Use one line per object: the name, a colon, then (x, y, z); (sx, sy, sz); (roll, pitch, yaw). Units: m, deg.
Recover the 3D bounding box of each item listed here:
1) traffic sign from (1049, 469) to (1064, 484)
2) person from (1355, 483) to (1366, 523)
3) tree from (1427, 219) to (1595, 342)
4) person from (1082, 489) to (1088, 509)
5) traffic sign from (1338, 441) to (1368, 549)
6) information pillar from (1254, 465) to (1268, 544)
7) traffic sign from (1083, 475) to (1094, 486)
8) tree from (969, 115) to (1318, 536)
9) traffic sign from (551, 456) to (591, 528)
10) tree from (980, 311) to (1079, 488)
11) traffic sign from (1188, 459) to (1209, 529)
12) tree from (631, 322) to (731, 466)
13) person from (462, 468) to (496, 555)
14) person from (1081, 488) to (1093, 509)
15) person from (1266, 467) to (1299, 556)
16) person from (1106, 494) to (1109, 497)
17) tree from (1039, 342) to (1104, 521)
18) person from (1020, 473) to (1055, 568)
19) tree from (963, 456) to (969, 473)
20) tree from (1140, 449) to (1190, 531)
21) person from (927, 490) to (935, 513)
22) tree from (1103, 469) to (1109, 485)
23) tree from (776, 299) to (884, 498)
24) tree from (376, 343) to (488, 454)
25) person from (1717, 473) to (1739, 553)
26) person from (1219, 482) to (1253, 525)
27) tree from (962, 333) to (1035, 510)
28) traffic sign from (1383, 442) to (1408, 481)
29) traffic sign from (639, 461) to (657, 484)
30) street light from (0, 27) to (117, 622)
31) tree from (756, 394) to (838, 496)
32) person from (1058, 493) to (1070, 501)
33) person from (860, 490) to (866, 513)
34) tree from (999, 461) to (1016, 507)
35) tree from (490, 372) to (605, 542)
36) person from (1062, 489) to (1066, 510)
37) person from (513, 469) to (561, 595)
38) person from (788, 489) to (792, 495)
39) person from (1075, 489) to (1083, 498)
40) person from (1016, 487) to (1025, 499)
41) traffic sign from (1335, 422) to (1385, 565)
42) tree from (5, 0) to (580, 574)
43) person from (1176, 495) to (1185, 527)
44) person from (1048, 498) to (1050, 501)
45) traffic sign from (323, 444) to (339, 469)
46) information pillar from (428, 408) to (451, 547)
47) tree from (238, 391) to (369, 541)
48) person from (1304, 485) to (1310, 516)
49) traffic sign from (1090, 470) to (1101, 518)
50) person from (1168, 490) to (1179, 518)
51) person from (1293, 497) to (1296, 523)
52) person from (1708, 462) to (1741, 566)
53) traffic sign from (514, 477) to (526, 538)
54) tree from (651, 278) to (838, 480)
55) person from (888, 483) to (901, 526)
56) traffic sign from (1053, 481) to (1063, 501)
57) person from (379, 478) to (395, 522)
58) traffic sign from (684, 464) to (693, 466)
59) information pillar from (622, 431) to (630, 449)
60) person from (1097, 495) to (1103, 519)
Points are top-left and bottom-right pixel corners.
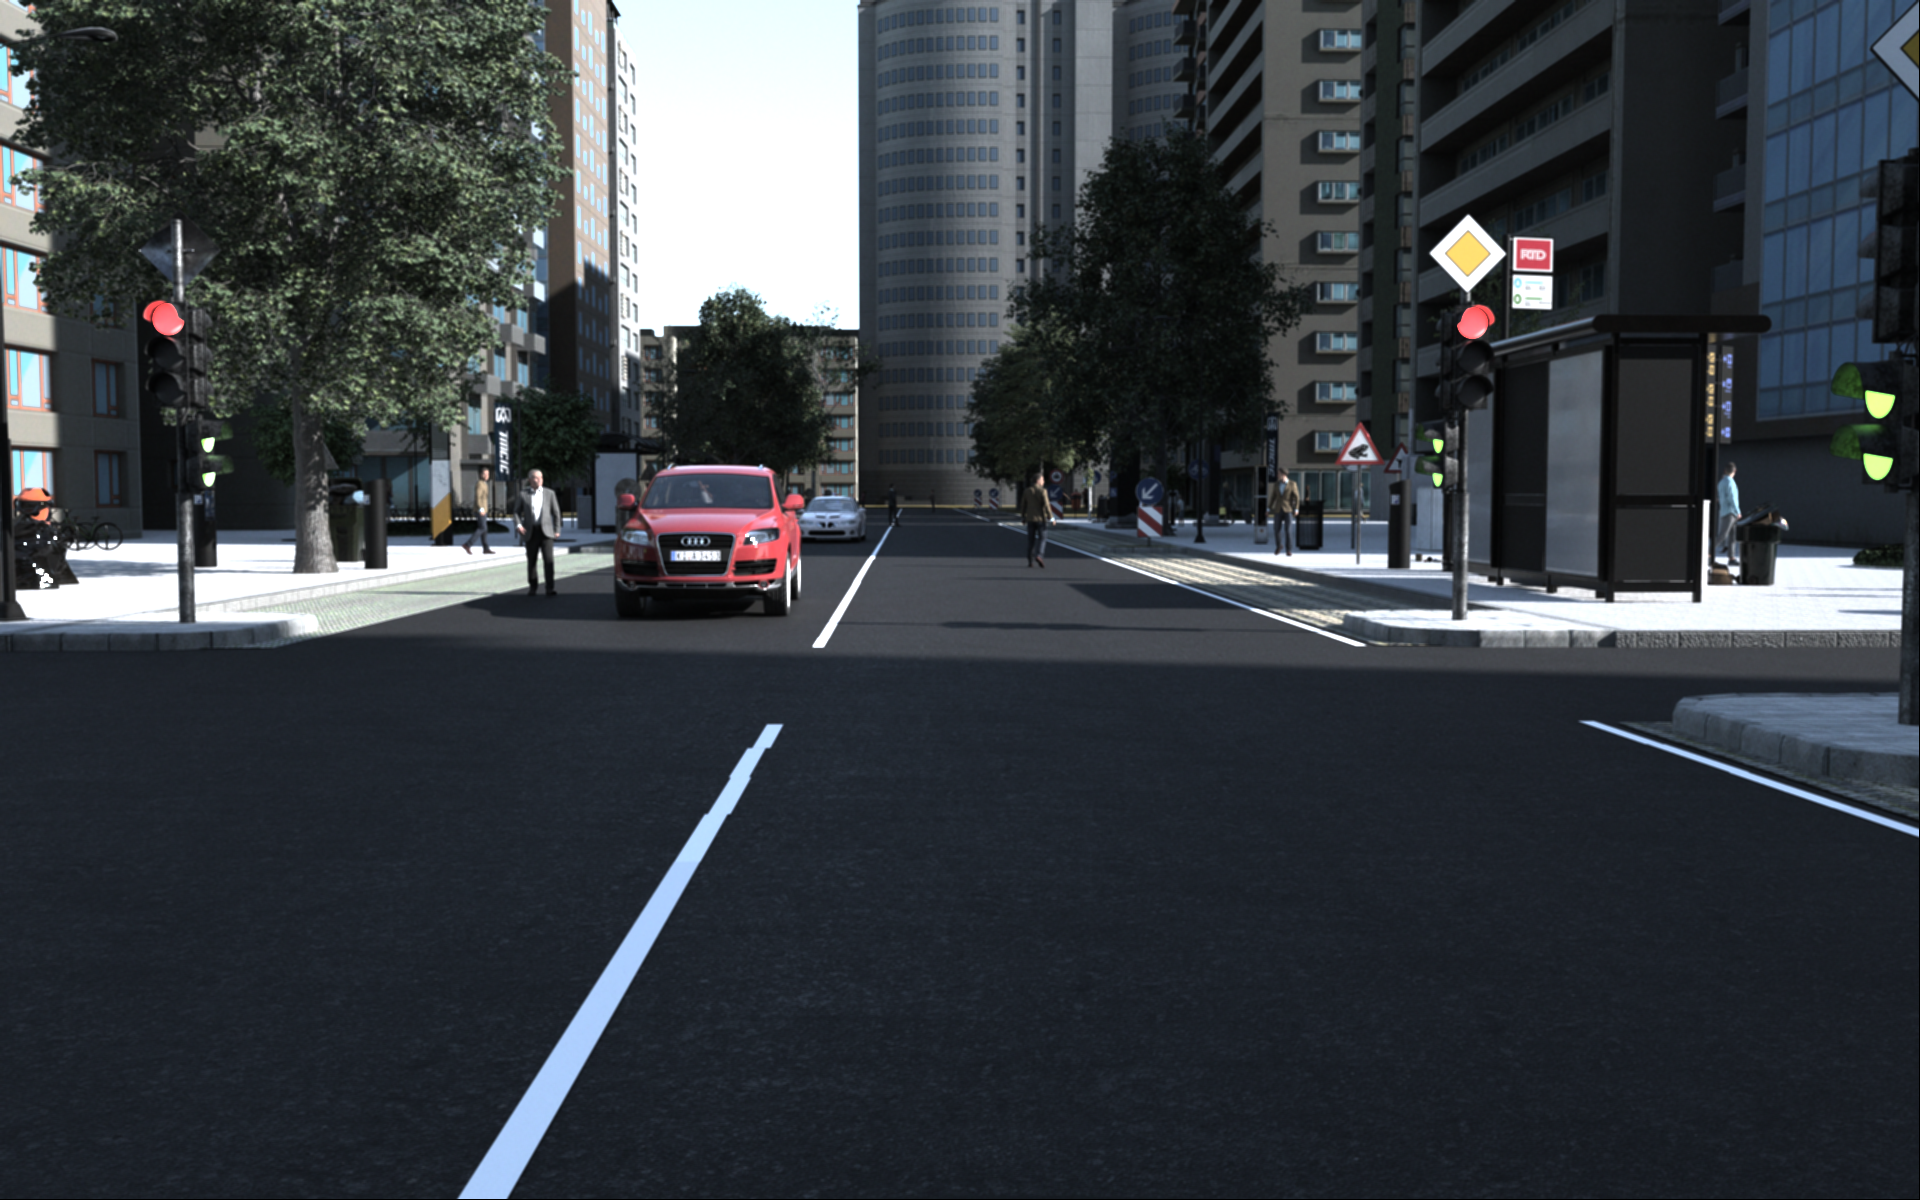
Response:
traffic sign: (4.904, -5.378, 88.039); (0.768, 2.556, 0.104); (0, 3, 0)
person: (17.572, -4.269, 76.073); (0.641, 1.798, 0.478); (0, 4, -2)
tree: (14.920, -5.926, 47.252); (4.737, 8.622, 4.395); (0, 3, 0)
person: (10.954, -8.790, 150.470); (0.721, 1.735, 1.217); (-3, 5, -43)
traffic sign: (9.191, -2.466, 40.432); (0.768, 2.556, 0.104); (0, 4, 1)
information pillar: (7.736, -2.447, 44.502); (0.304, 2.012, 0.304); (0, 4, -1)
traffic sign: (6.838, -5.501, 92.073); (0.606, 2.300, 0.079); (0, 4, 0)
tree: (6.137, -8.319, 53.028); (9.611, 12.733, 9.660); (0, 3, 0)
traffic sign: (-14.425, -4.398, 65.787); (2.265, 3.308, 0.079); (0, 4, 6)
tree: (5.203, -11.320, 103.208); (7.486, 12.596, 7.792); (0, 3, 0)
traffic sign: (8.631, -3.828, 62.700); (0.768, 2.556, 0.104); (0, 4, 1)
tree: (-12.234, -7.642, 75.308); (4.360, 8.622, 3.978); (0, 3, 0)
person: (-10.194, -1.886, 36.793); (0.656, 1.842, 0.836); (3, 5, 44)
person: (11.083, -9.000, 153.133); (1.348, 1.831, 0.705); (0, 4, 7)
person: (6.730, -1.848, 36.166); (0.656, 1.842, 0.836); (0, 4, 0)
person: (13.520, -9.010, 154.172); (1.217, 1.723, 0.721); (-1, 4, -13)
tree: (5.910, -8.033, 81.710); (4.737, 8.622, 4.395); (0, 3, 0)
person: (1.522, -1.557, 33.873); (0.656, 1.842, 0.836); (0, 4, -5)
tree: (5.036, -12.774, 125.861); (9.611, 12.733, 9.660); (0, 3, 0)
tree: (7.125, -4.053, 60.867); (1.663, 3.219, 1.824); (0, 3, 0)
person: (-2.275, -7.673, 134.478); (0.750, 1.759, 0.617); (1, 4, 10)
tree: (6.912, -4.709, 71.589); (1.663, 3.219, 1.824); (0, 3, 0)
tree: (-12.862, -18.972, 166.087); (12.611, 20.169, 13.585); (0, 3, 0)
tree: (-20.100, -7.092, 66.311); (4.737, 8.622, 4.395); (0, 3, 0)
person: (16.634, -1.899, 37.649); (0.362, 1.759, 0.519); (-1, 4, -12)
person: (11.537, -4.055, 72.563); (1.509, 1.804, 0.699); (-1, 4, -10)
tree: (4.874, -14.224, 139.218); (9.857, 13.997, 8.962); (0, 3, 0)
traffic sign: (11.057, -2.658, 43.465); (0.884, 2.594, 0.081); (0, 4, 0)
traffic sign: (-12.242, -4.185, 68.428); (0.884, 2.594, 0.081); (0, 4, 4)
street light: (-9.100, -2.743, 17.397); (1.470, 5.913, 1.316); (0, 4, -2)
tree: (-14.293, -12.532, 139.309); (8.767, 10.594, 7.601); (-3, 4, -36)
person: (5.848, -5.767, 101.049); (1.217, 1.735, 0.721); (-1, 4, -19)
person: (-7.373, -7.420, 130.544); (0.721, 1.743, 1.217); (0, 4, 7)
tree: (3.889, -13.268, 167.290); (4.737, 8.622, 4.395); (0, 3, 0)
tree: (-11.147, -3.857, 46.768); (4.285, 4.588, 4.351); (0, 3, 0)
person: (8.177, -7.951, 136.955); (0.541, 1.710, 0.530); (-1, 4, -12)
person: (-5.921, -0.945, 24.344); (0.661, 1.777, 0.834); (-2, 4, -25)
person: (-16.577, -9.860, 167.937); (1.217, 1.739, 0.721); (0, 4, 5)
person: (9.921, -8.662, 148.377); (1.217, 1.735, 0.721); (1, 4, 17)
person: (5.228, -8.374, 142.936); (1.348, 1.826, 0.705); (-2, 4, -31)
traffic sign: (7.235, -1.921, 31.404); (0.884, 2.594, 0.081); (0, 4, 8)
tree: (-10.442, -7.401, 27.664); (9.857, 13.997, 8.962); (0, 3, 0)
person: (8.697, -3.520, 68.284); (0.332, 1.250, 0.352); (-1, 4, -11)
person: (8.006, -8.979, 153.372); (0.721, 1.766, 1.217); (-2, 4, -30)
traffic sign: (-13.769, -2.274, 37.181); (0.884, 2.594, 0.081); (0, 4, 4)
information pillar: (-12.689, -3.117, 42.319); (0.504, 3.616, 0.183); (1, 4, 17)
tree: (-18.052, -3.912, 47.679); (4.285, 4.588, 4.351); (0, 3, 0)
person: (20.581, -5.905, 102.730); (0.705, 1.807, 1.348); (0, 4, 6)
traffic sign: (7.130, -5.634, 92.227); (0.768, 2.556, 0.104); (0, 4, 2)
person: (9.466, -4.331, 77.136); (0.678, 1.792, 0.850); (0, 4, -3)
person: (14.846, -4.368, 77.373); (0.836, 1.842, 0.656); (-2, 4, -25)
person: (13.568, -1.520, 30.753); (0.748, 1.841, 0.638); (1, 4, 21)
traffic sign: (-12.839, -2.931, 50.047); (0.606, 2.300, 0.079); (0, 4, 3)
tree: (-11.847, -10.719, 92.267); (9.611, 12.733, 9.660); (0, 3, 0)
person: (-2.938, -4.230, 77.026); (0.474, 1.900, 0.648); (-2, 4, -35)
traffic sign: (5.107, -5.574, 91.233); (0.768, 2.556, 0.104); (0, 4, 1)
person: (-19.115, -3.160, 57.677); (0.573, 1.828, 0.580); (2, 4, 31)
traffic sign: (-11.368, -4.438, 72.674); (0.768, 2.556, 0.104); (0, 4, 5)
information pillar: (-12.372, -4.457, 64.227); (0.183, 3.616, 0.504); (1, 4, 16)
person: (7.113, -4.719, 87.863); (0.362, 1.253, 0.373); (-1, 4, -23)
